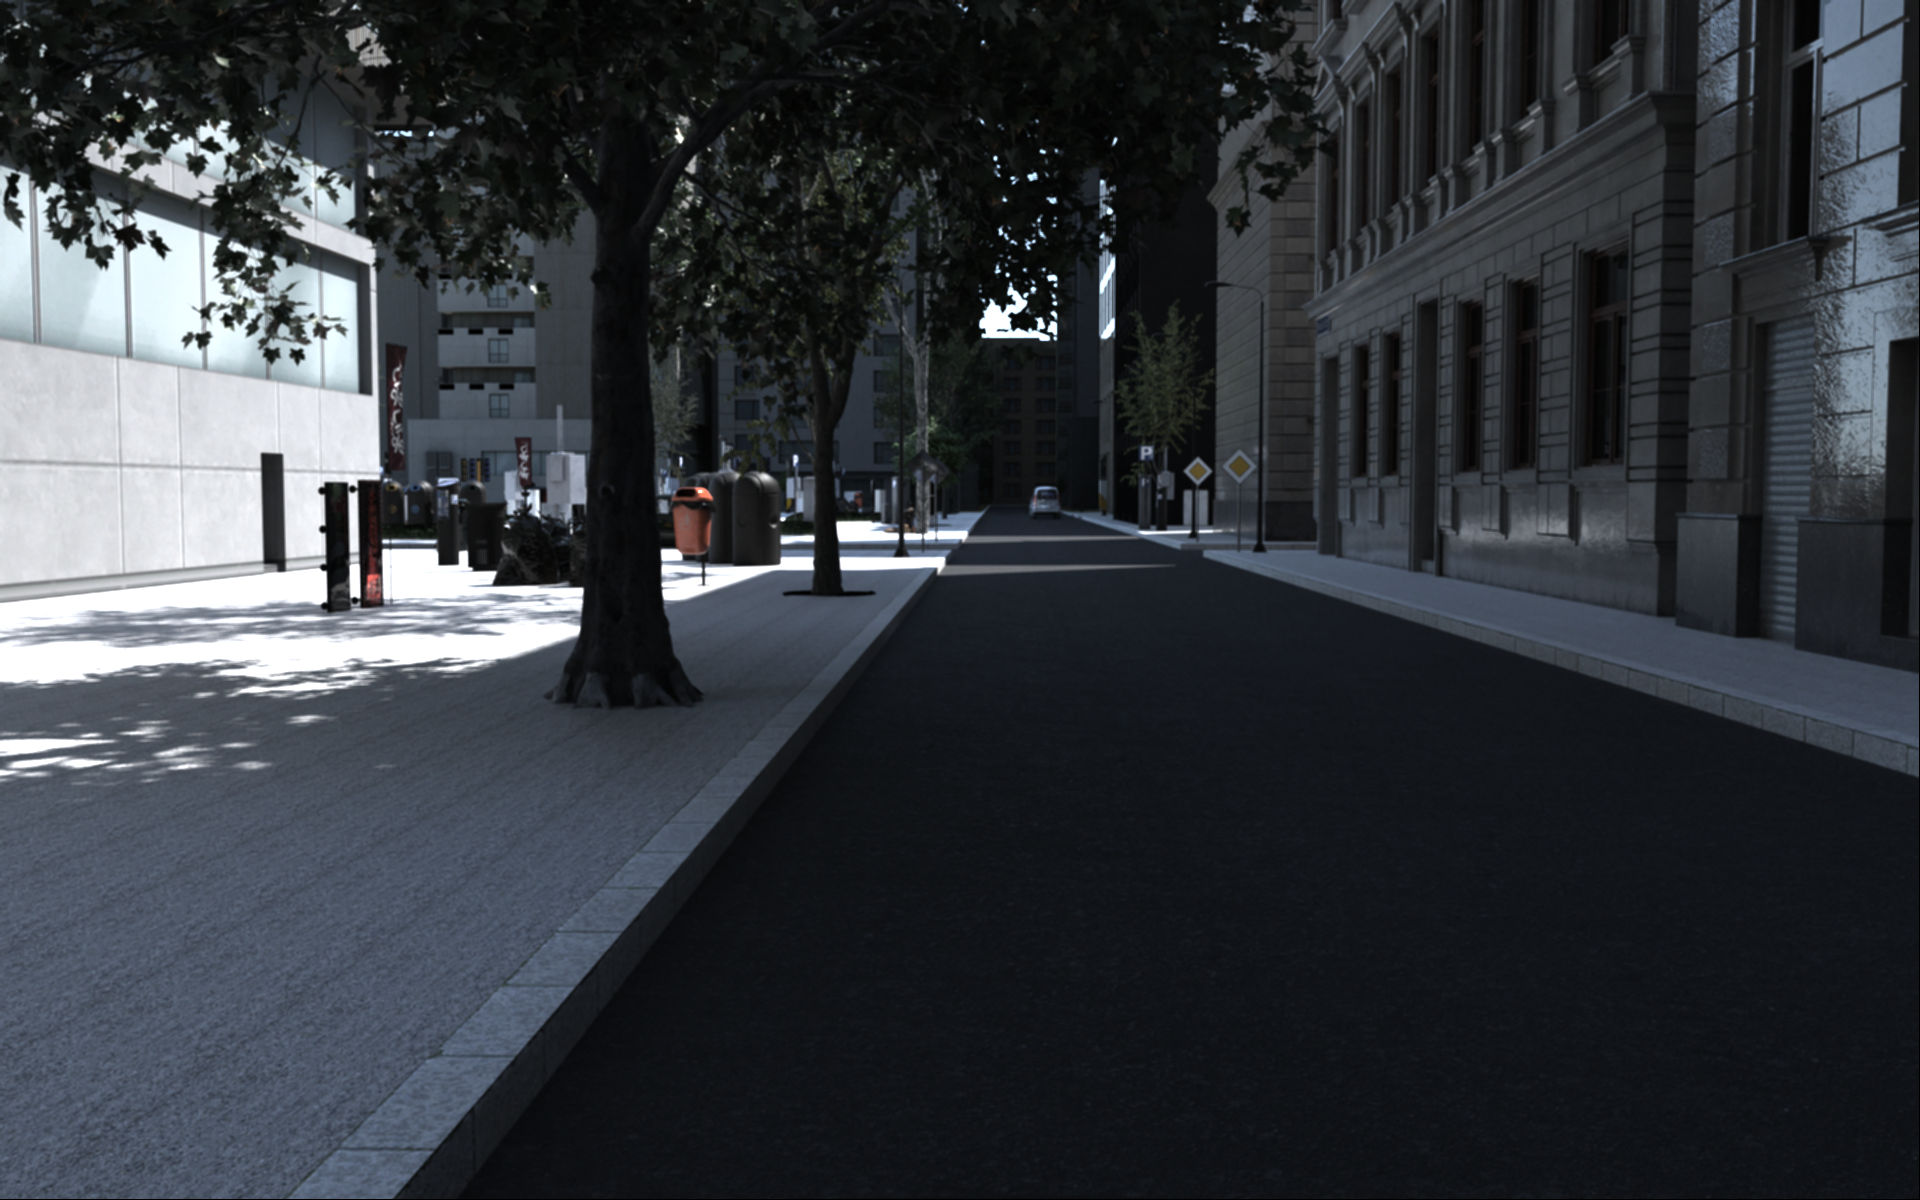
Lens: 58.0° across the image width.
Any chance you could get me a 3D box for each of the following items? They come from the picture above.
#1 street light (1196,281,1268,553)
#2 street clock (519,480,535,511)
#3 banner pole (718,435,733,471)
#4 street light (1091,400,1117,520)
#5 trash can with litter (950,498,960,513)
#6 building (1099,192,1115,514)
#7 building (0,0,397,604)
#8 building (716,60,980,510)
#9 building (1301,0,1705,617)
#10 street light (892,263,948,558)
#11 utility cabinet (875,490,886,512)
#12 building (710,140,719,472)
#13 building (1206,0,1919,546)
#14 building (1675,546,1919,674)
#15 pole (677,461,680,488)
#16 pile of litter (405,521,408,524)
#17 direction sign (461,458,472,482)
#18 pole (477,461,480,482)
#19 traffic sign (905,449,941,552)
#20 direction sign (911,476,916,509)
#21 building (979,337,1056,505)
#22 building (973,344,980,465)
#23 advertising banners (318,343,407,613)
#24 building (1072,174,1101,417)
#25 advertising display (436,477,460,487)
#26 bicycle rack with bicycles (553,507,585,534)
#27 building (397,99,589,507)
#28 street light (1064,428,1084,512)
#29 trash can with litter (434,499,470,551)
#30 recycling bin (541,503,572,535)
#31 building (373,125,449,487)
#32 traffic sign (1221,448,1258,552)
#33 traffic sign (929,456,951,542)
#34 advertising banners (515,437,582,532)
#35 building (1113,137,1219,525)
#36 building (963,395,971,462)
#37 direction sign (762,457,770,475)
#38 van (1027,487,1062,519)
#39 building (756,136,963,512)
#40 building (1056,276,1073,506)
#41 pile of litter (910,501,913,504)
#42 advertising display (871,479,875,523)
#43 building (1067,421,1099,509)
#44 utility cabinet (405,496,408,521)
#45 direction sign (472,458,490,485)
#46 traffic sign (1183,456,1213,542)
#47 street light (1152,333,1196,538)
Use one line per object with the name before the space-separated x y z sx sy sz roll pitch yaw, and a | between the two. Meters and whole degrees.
street light | 6.058 -4.003 37.986 1.470 5.913 1.316 0 4 1
street clock | -15.486 -3.498 61.762 0.358 2.002 0.471 1 4 13
banner pole | -10.056 -5.145 74.145 0.863 3.779 0.401 -2 4 -30
street light | 7.207 -6.937 85.963 1.470 5.913 1.316 0 4 1
trash can with litter | -0.564 -6.332 114.915 1.055 1.170 0.624 -2 4 -29
building | 18.951 -18.275 103.315 19.350 26.468 34.151 0 4 1
building | -23.440 -26.371 20.399 27.495 52.752 28.713 0 4 1
building | -8.648 -43.232 145.094 20.563 71.187 20.611 0 4 1
building | 12.461 -11.673 27.014 11.583 22.565 21.152 0 4 1
street light | -0.642 -3.811 34.843 1.470 5.913 1.316 0 4 1
utility cabinet | -3.999 -4.791 87.019 0.318 1.500 1.173 -1 4 -16
building | -19.470 -31.026 190.866 14.086 41.232 14.154 0 4 1
building | 20.477 -15.536 51.284 25.104 27.353 12.463 0 4 1
building | 12.310 -12.631 3.782 12.463 27.353 25.104 0 4 1
pole | -17.526 -6.975 107.891 0.158 3.312 0.155 0 3 0
pile of litter | -20.053 -3.032 63.545 1.176 0.858 1.719 3 4 38
direction sign | -31.231 -7.219 110.029 0.876 3.537 0.379 -2 4 -25
pole | -30.023 -6.987 108.076 0.158 3.312 0.155 0 3 0
traffic sign | -0.815 -2.115 38.215 0.795 2.450 0.064 0 4 1
direction sign | -2.583 -6.541 98.941 0.379 3.537 0.876 2 4 24
building | -1.186 -22.848 218.605 28.899 21.520 27.650 0 4 1
building | -4.976 -33.006 189.751 14.200 45.320 14.600 0 4 1
advertising banners | -6.686 -1.429 19.558 0.090 3.025 2.074 1 4 8
building | 21.441 -38.253 167.436 21.231 58.520 28.212 0 4 1
advertising display | -19.213 -3.659 65.031 0.123 1.923 0.974 3 5 40
bicycle rack with bicycles | -10.028 -2.124 48.103 2.925 0.926 2.852 -1 4 -21
building | -40.433 -36.334 183.300 27.495 52.752 28.713 0 4 1
street light | 7.970 -9.087 121.109 1.470 5.913 1.316 0 4 1
trash can with litter | -11.475 -1.687 38.972 1.055 1.170 0.624 3 4 38
recycling bin | -11.805 -2.334 50.722 0.722 1.027 0.722 0 4 5
building | -62.048 -31.079 191.731 14.086 41.232 14.154 0 4 1
traffic sign | 6.127 -2.103 38.034 0.795 2.450 0.064 0 4 1
traffic sign | -0.630 -2.603 46.198 0.795 2.450 0.064 0 4 1
advertising banners | -12.695 -3.497 53.371 2.074 3.025 0.090 0 4 6
building | 13.634 -15.185 77.947 12.332 23.373 15.834 0 4 1
building | -6.043 -23.970 163.608 14.160 30.474 14.107 0 4 1
direction sign | -11.872 -6.990 106.289 0.379 3.537 0.876 2 4 25
van | 4.951 -5.740 100.857 2.013 2.044 4.112 0 4 -1
building | -7.199 -21.833 128.676 14.160 30.474 14.107 0 4 1
building | 17.487 -30.922 189.170 14.154 41.232 14.086 0 4 1
pile of litter | -2.875 -5.009 95.868 1.719 0.858 1.176 1 4 16
advertising display | -3.837 -4.354 76.408 0.123 1.923 0.974 0 4 -6
building | 20.362 -50.406 136.817 22.319 86.520 31.000 0 4 1
utility cabinet | -23.330 -3.872 74.472 1.020 1.237 0.306 0 4 -4
direction sign | -30.212 -7.202 109.755 0.876 3.537 0.379 -3 5 -41
traffic sign | 6.312 -2.592 46.017 0.795 2.450 0.064 0 4 1
street light | 6.253 -4.751 50.227 1.470 5.913 1.316 0 4 1
